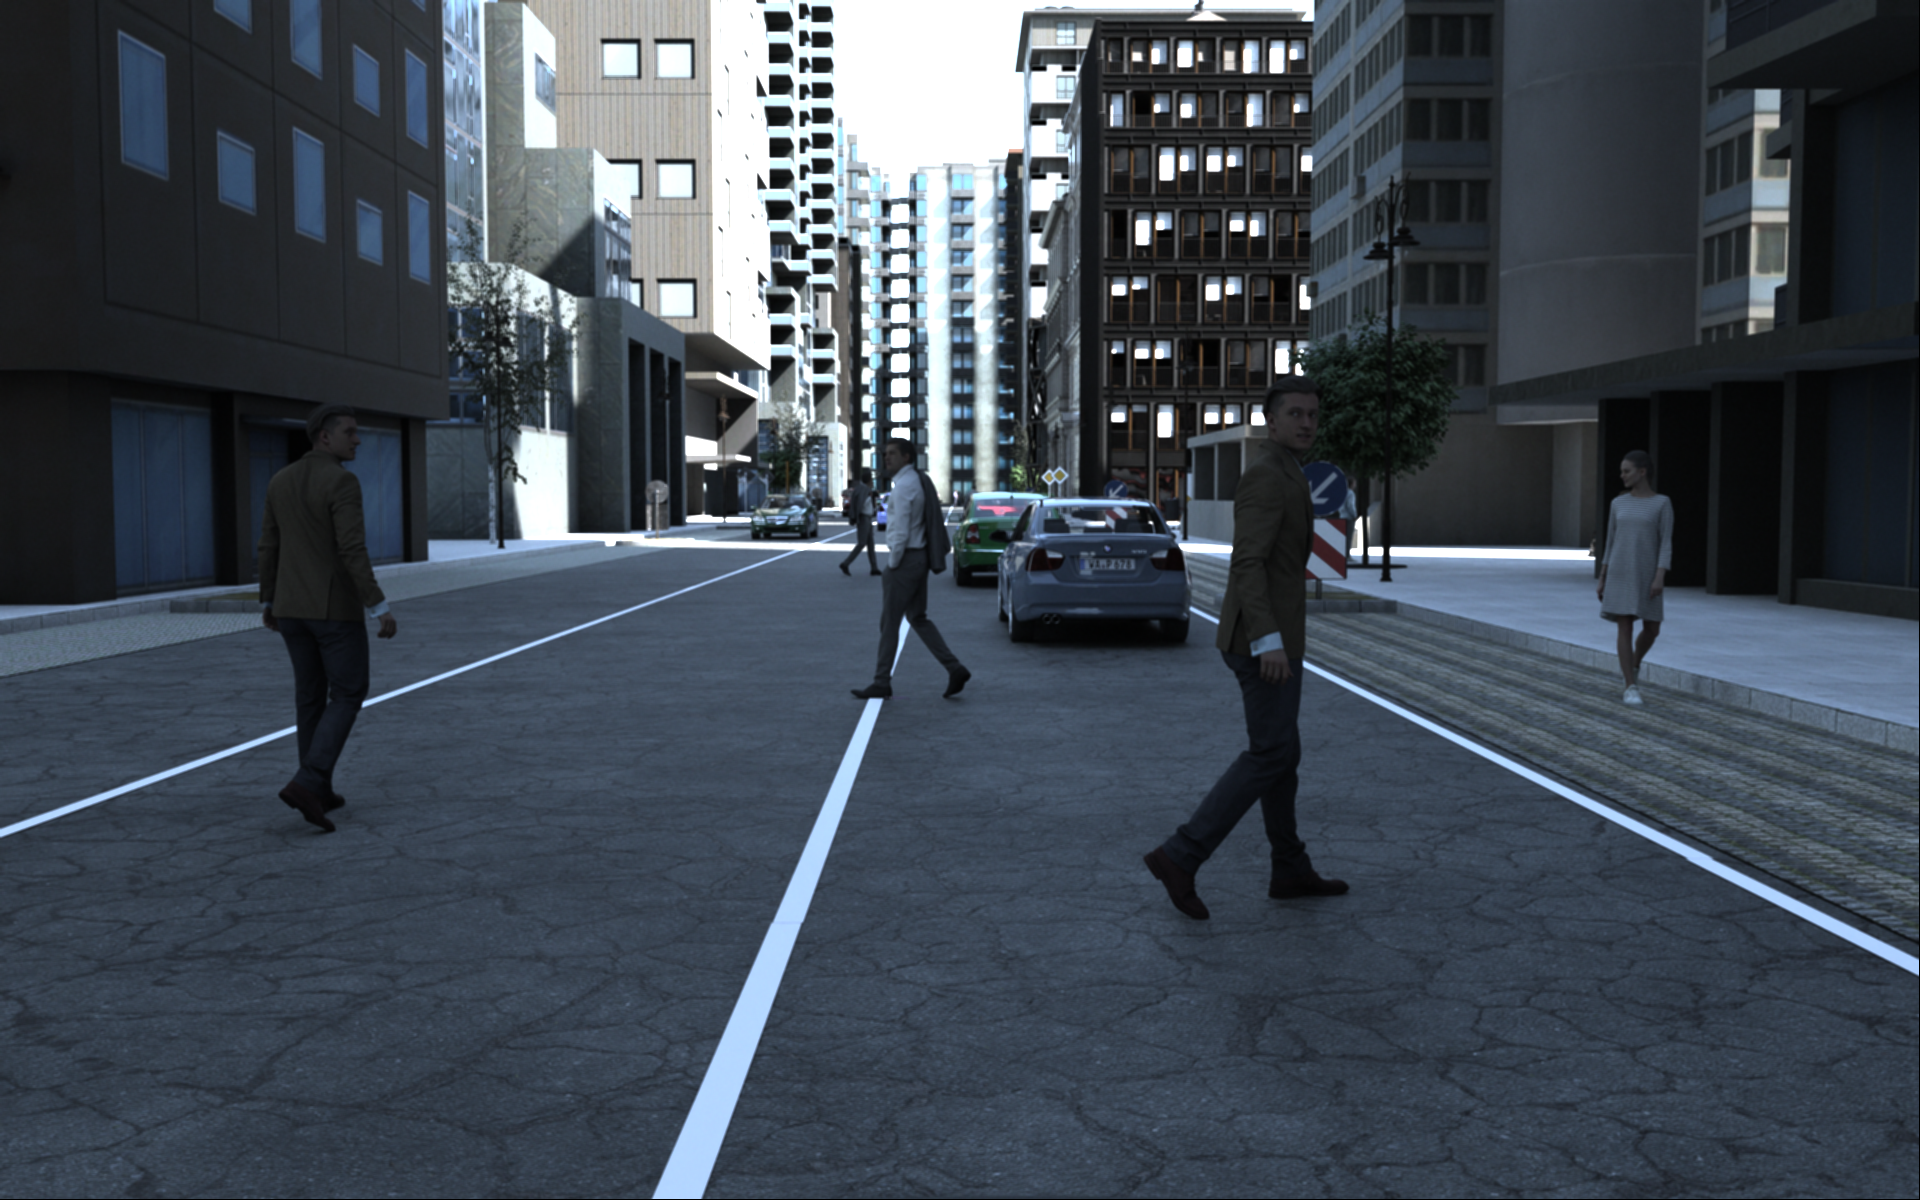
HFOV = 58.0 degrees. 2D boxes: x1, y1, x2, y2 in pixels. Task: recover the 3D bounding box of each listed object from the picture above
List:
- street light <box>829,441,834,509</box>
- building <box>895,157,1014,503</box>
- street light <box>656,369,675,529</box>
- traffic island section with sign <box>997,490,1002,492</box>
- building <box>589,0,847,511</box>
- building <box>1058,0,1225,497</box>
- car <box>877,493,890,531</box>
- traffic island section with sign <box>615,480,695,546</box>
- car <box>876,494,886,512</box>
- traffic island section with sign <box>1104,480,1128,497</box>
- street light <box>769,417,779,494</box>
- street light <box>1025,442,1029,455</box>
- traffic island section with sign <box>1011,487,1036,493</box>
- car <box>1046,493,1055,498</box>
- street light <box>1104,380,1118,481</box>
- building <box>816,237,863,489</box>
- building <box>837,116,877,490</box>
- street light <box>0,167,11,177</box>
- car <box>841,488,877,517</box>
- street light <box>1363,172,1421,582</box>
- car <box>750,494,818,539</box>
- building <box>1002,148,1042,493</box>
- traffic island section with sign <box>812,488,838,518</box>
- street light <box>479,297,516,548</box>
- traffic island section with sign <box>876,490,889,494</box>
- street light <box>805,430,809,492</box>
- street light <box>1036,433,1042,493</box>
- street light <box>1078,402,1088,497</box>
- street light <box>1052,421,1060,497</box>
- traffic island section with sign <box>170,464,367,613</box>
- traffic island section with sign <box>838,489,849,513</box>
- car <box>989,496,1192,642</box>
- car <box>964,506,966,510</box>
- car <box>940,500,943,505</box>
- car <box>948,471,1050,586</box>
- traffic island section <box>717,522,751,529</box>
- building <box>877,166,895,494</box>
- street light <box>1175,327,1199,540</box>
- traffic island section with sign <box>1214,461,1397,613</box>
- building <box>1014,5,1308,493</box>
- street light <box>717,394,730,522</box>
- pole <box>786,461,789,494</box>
[{"bbox_3d":[-10.992,-10.689,147.560,0.468,5.910,1.993,0,3,0],"label":"street light"},{"bbox_3d":[6.698,-38.488,248.883,30.456,49.044,23.786,0,3,0],"label":"building"},{"bbox_3d":[-10.884,-5.580,64.018,0.468,5.910,1.993,0,3,0],"label":"street light"},{"bbox_3d":[4.058,-7.536,131.841,1.989,1.847,2.006,0,3,0],"label":"traffic island section with sign"},{"bbox_3d":[-22.013,-52.360,168.752,22.319,86.520,31.000,0,3,0],"label":"building"},{"bbox_3d":[13.154,-19.299,101.442,13.634,28.700,20.117,0,3,0],"label":"building"},{"bbox_3d":[-2.351,-3.598,68.420,1.945,1.707,3.694,0,4,1],"label":"car"},{"bbox_3d":[-8.522,-2.445,48.611,1.989,1.847,2.006,0,3,0],"label":"traffic island section with sign"},{"bbox_3d":[-5.851,-7.054,124.133,1.959,1.807,4.718,0,4,0],"label":"car"},{"bbox_3d":[4.204,-2.445,48.604,1.989,1.847,2.006,0,3,0],"label":"traffic island section with sign"},{"bbox_3d":[-10.944,-7.909,102.095,0.468,5.910,1.993,0,3,0],"label":"street light"},{"bbox_3d":[6.092,-11.101,154.281,0.468,5.910,1.993,0,3,0],"label":"street light"},{"bbox_3d":[4.109,-5.884,104.834,1.989,1.847,2.006,0,3,0],"label":"traffic island section with sign"},{"bbox_3d":[3.919,-4.608,84.143,1.959,1.807,4.718,0,4,0],"label":"car"},{"bbox_3d":[6.113,-5.955,70.150,0.468,5.910,1.993,0,3,0],"label":"street light"},{"bbox_3d":[-18.276,-25.766,192.981,14.160,30.474,14.107,0,3,0],"label":"building"},{"bbox_3d":[-26.662,-36.623,218.389,30.456,49.044,23.786,0,3,0],"label":"building"},{"bbox_3d":[-10.804,-2.805,18.645,0.468,5.910,1.993,0,3,0],"label":"street light"},{"bbox_3d":[-6.354,-6.193,109.933,2.281,1.827,5.304,0,4,0],"label":"car"},{"bbox_3d":[6.263,-3.211,25.282,0.468,5.910,1.993,0,3,0],"label":"street light"},{"bbox_3d":[-5.694,-2.735,56.520,2.131,1.459,4.920,0,4,1],"label":"car"},{"bbox_3d":[16.537,-34.326,215.857,22.147,44.769,28.867,0,3,0],"label":"building"},{"bbox_3d":[-8.614,-5.896,105.028,1.989,1.847,2.006,0,3,0],"label":"traffic island section with sign"},{"bbox_3d":[-10.839,-4.157,40.750,0.468,5.910,1.993,0,3,0],"label":"street light"},{"bbox_3d":[-8.785,-12.244,208.815,1.989,1.847,2.006,0,3,0],"label":"traffic island section with sign"},{"bbox_3d":[-11.019,-9.291,124.697,0.468,5.910,1.993,0,3,0],"label":"street light"},{"bbox_3d":[6.033,-9.717,131.663,0.468,5.910,1.993,0,3,0],"label":"street light"},{"bbox_3d":[6.168,-6.970,86.741,0.468,5.910,1.993,0,3,0],"label":"street light"},{"bbox_3d":[6.085,-8.365,109.559,0.468,5.910,1.993,0,3,0],"label":"street light"},{"bbox_3d":[-8.468,-0.797,21.656,1.989,1.847,2.006,0,3,0],"label":"traffic island section with sign"},{"bbox_3d":[-8.656,-7.606,132.979,1.989,1.847,2.006,0,3,0],"label":"traffic island section with sign"},{"bbox_3d":[1.323,-0.373,18.099,2.014,1.417,4.499,0,4,-1],"label":"car"},{"bbox_3d":[1.174,-2.425,48.691,2.155,1.783,4.494,0,4,1],"label":"car"},{"bbox_3d":[-2.070,-5.703,105.245,2.014,1.417,4.499,0,4,0],"label":"car"},{"bbox_3d":[0.789,-1.202,28.451,1.959,1.807,4.718,0,4,-1],"label":"car"},{"bbox_3d":[-8.883,-3.016,71.594,2.009,0.180,2.903,0,3,0],"label":"traffic island section"},{"bbox_3d":[-23.759,-38.525,249.488,30.456,49.044,23.786,0,3,0],"label":"building"},{"bbox_3d":[6.270,-4.603,48.045,0.468,5.910,1.993,0,3,0],"label":"street light"},{"bbox_3d":[4.240,-0.796,21.649,1.989,1.847,2.006,0,3,0],"label":"traffic island section with sign"},{"bbox_3d":[20.637,-36.564,187.054,28.713,52.752,27.495,0,3,0],"label":"building"},{"bbox_3d":[-10.886,-6.552,79.920,0.468,5.910,1.993,0,3,0],"label":"street light"},{"bbox_3d":[-10.643,-6.915,106.906,0.158,3.312,0.155,0,3,0],"label":"pole"}]
